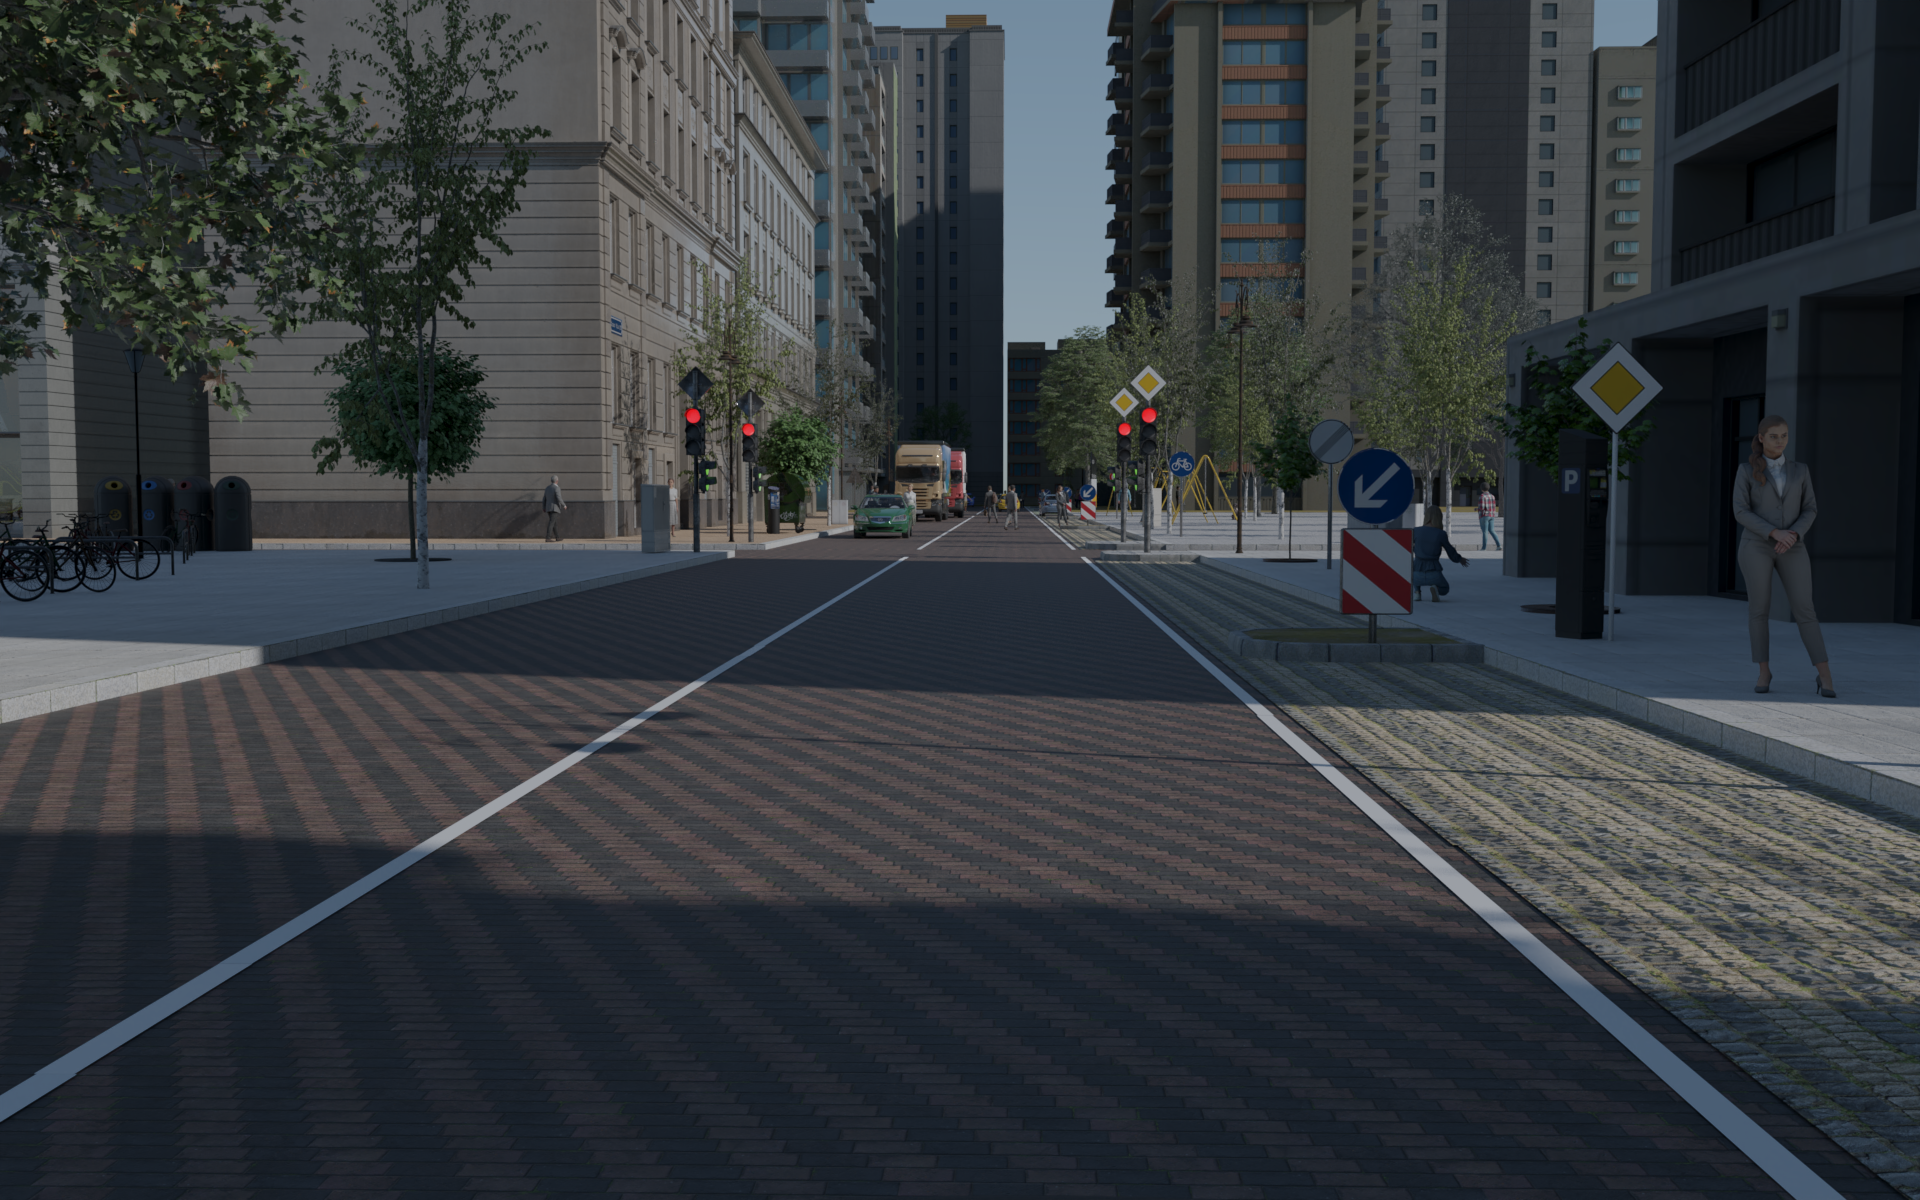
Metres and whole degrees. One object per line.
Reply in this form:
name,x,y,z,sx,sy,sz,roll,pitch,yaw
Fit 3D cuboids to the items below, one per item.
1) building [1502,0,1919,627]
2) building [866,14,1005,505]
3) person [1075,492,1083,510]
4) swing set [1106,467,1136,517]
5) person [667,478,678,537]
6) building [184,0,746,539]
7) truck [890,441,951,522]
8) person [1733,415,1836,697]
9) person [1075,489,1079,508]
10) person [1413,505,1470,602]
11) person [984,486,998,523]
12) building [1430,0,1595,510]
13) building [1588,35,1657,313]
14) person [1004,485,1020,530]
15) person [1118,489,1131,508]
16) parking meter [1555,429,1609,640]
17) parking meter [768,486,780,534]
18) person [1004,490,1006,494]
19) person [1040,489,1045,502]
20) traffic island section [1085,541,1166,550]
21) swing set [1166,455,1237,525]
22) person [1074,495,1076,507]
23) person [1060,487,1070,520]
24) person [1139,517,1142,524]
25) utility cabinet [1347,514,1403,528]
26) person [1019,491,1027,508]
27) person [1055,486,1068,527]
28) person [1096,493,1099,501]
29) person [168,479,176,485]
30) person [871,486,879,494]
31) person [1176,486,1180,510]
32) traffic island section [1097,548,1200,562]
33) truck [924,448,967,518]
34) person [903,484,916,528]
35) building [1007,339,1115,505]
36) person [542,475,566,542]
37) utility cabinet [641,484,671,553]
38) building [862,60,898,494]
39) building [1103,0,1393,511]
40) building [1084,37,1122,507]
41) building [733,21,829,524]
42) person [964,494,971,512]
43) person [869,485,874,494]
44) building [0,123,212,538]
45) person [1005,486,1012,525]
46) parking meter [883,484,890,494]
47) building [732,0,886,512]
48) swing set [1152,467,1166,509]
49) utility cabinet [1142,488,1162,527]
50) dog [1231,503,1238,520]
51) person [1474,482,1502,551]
building,18.471,-35.252,14.622,20.563,71.187,20.611,0,4,2
building,-8.522,-41.304,217.313,28.212,58.520,21.231,0,4,2
person,9.894,-8.314,142.659,0.721,1.739,1.217,-3,5,-41
swing set,10.359,-6.308,100.758,3.119,2.851,2.862,-2,4,-27
person,-8.612,-2.752,51.616,0.480,1.755,0.524,-2,4,-30
building,-15.417,-16.120,60.825,12.463,27.353,25.104,0,4,2
truck,-1.972,-6.388,93.365,2.839,4.237,11.283,0,4,2
person,5.277,-0.291,11.082,0.520,1.790,0.573,0,4,-8
person,10.803,-9.186,156.766,0.750,1.759,0.617,0,4,-6
person,5.561,-0.568,20.834,1.012,1.151,0.738,2,4,25
person,1.516,-4.650,84.490,0.622,1.834,0.822,-1,4,-21
building,52.231,-45.417,180.815,20.611,71.187,20.563,0,4,2
building,73.355,-34.069,180.735,21.600,48.544,21.300,0,4,2
person,2.045,-3.679,68.918,0.678,1.792,0.850,3,4,36
person,8.325,-4.982,87.365,0.638,1.841,0.748,1,4,21
parking meter,5.522,-0.591,15.378,0.255,1.863,0.399,-2,4,-24
parking meter,-5.976,-2.887,55.621,0.372,1.533,0.369,0,3,0
person,4.676,-10.320,177.367,0.705,1.807,1.348,0,4,7
person,6.069,-7.253,127.078,0.705,1.826,1.348,-1,4,-10
traffic island section,4.347,-1.442,45.861,2.009,0.180,2.903,0,4,2
swing set,10.050,-4.483,70.915,2.862,2.851,3.119,1,4,9
person,11.768,-10.186,175.822,0.421,1.427,0.697,0,4,-3
person,5.778,-5.354,96.136,0.679,1.850,0.850,-2,4,-28
person,7.775,-4.012,72.232,0.643,1.750,0.593,0,4,-1
utility cabinet,5.868,-0.819,24.560,0.306,1.237,1.020,-1,4,-19
person,6.613,-10.497,180.653,0.617,1.759,0.750,2,4,35
person,4.398,-3.992,74.043,0.573,1.790,0.520,2,4,26
person,11.486,-8.538,146.359,0.721,1.735,1.217,2,4,24
person,-19.144,-2.045,42.109,0.661,1.801,0.590,1,4,16
person,-3.647,-3.946,73.372,0.721,1.781,0.623,-2,4,-34
person,15.797,-7.316,125.297,0.705,1.869,1.348,1,4,9
traffic island section,4.116,-0.954,37.879,2.009,0.180,2.903,0,4,2
truck,-0.930,-7.245,107.372,2.839,4.237,11.283,0,4,1
person,-1.770,-3.202,61.071,0.478,1.798,0.641,1,4,11
building,20.477,-22.973,220.645,28.899,21.520,27.650,0,4,2
person,-10.801,-2.435,46.251,0.661,1.777,0.834,2,4,28
utility cabinet,-6.647,-1.788,37.915,0.318,1.500,1.173,0,4,7
building,-13.176,-29.111,159.554,14.154,41.232,14.086,0,4,2
building,23.666,-30.098,146.726,22.147,44.769,28.867,0,4,2
building,24.574,-52.804,176.024,22.319,86.520,31.000,0,4,2
building,-16.236,-15.611,88.525,16.112,22.955,30.059,0,4,2
person,0.414,-7.971,138.829,0.705,1.824,1.348,3,4,38
person,-5.248,-5.927,103.132,0.721,1.800,0.419,2,4,26
building,-40.790,-16.968,54.925,29.804,29.767,11.434,0,4,2
person,2.206,-4.348,79.863,0.573,1.790,0.520,-2,4,-29
parking meter,-4.203,-5.709,99.061,0.399,1.863,0.255,2,4,28
building,-18.373,-31.621,136.609,23.786,49.044,30.456,0,4,2
swing set,9.804,-4.826,76.520,2.862,2.851,3.119,0,4,-1
utility cabinet,7.420,-3.570,67.042,0.318,1.500,1.173,2,4,29
dog,13.770,-4.393,86.198,0.513,0.831,0.800,3,4,39
person,13.030,-2.045,42.768,0.563,1.720,0.643,-2,4,-34
